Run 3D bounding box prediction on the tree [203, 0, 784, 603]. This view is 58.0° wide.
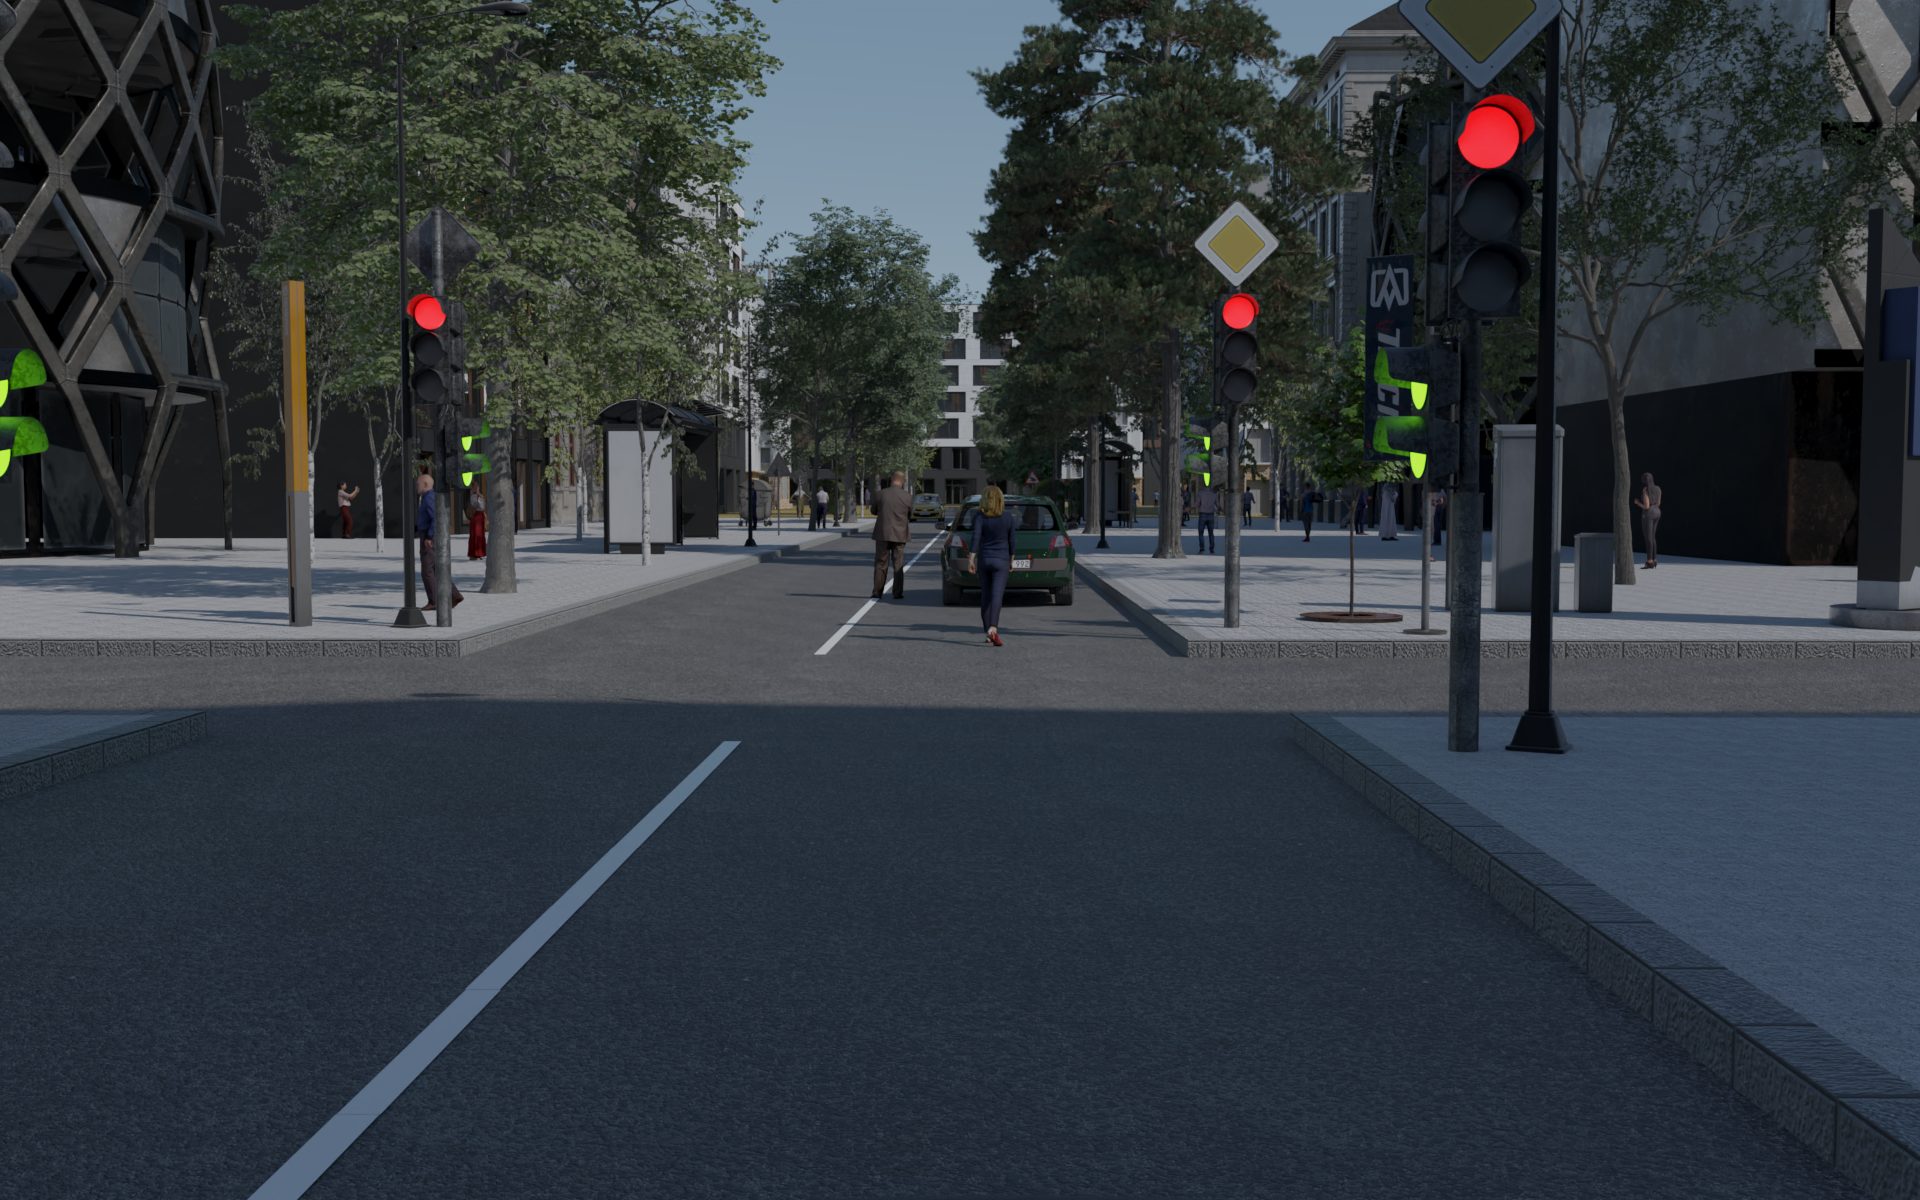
[{"bbox_3d":[-5.893,-6.384,22.513,7.486,12.596,7.792,0,3,0],"label":"tree"}]

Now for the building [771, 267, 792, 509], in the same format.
[{"bbox_3d":[-20.716,-17.927,149.525,11.380,20.091,16.016,0,4,1],"label":"building"}]

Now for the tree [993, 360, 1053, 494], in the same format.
[{"bbox_3d":[5.442,-15.402,158.477,9.857,13.997,8.962,0,3,0],"label":"tree"}]

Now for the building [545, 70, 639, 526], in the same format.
[{"bbox_3d":[-21.450,-14.652,75.714,11.583,22.565,21.152,0,4,1],"label":"building"}]

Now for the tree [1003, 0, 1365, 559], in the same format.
[{"bbox_3d":[3.960,-7.744,34.035,7.806,13.903,7.818,0,3,0],"label":"tree"}]

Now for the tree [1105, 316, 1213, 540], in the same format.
[{"bbox_3d":[5.626,-5.940,47.474,4.360,8.622,3.978,0,3,0],"label":"tree"}]

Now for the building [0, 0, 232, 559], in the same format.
[{"bbox_3d":[-24.714,-10.276,35.472,16.820,18.784,16.811,0,4,1],"label":"building"}]

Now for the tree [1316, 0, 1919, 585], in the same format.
[{"bbox_3d":[9.493,-5.515,24.587,8.767,10.594,7.601,0,4,6],"label":"tree"}]

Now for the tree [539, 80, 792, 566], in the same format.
[{"bbox_3d":[-5.381,-4.916,30.739,4.360,8.622,3.978,0,3,0],"label":"tree"}]

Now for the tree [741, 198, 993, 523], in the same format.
[{"bbox_3d":[-4.757,-10.365,76.117,9.857,13.997,8.962,0,3,0],"label":"tree"}]

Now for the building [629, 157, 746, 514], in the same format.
[{"bbox_3d":[-29.562,-16.181,108.526,27.936,21.610,32.646,0,4,1],"label":"building"}]

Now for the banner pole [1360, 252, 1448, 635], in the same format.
[{"bbox_3d":[4.093,-1.587,15.959,0.863,3.779,0.401,3,4,37],"label":"banner pole"}]

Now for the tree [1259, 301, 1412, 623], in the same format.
[{"bbox_3d":[4.017,-1.397,17.447,1.663,3.219,1.824,0,3,0],"label":"tree"}]

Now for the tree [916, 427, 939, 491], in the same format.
[{"bbox_3d":[-4.220,-12.716,158.266,4.737,8.622,4.395,0,3,0],"label":"tree"}]

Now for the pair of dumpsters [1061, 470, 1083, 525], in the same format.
[{"bbox_3d":[5.243,-4.291,72.645,1.574,2.255,4.436,0,4,0],"label":"pair of dumpsters"}]

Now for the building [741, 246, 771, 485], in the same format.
[{"bbox_3d":[-23.184,-16.762,130.472,16.016,20.091,11.380,0,4,1],"label":"building"}]

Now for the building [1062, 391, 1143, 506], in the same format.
[{"bbox_3d":[14.124,-20.636,193.811,11.380,20.091,16.016,0,4,1],"label":"building"}]

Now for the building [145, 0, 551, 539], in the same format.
[{"bbox_3d":[-21.755,-13.914,57.174,12.332,23.373,15.834,0,4,1],"label":"building"}]

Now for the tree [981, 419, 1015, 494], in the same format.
[{"bbox_3d":[5.500,-14.365,169.284,7.601,10.594,8.767,0,4,2],"label":"tree"}]

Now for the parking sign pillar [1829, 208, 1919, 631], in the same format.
[{"bbox_3d":[9.250,-1.727,16.710,1.447,3.967,1.447,-2,4,-34],"label":"parking sign pillar"}]

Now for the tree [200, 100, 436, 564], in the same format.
[{"bbox_3d":[-12.022,-4.990,31.945,4.360,8.622,3.978,0,3,0],"label":"tree"}]

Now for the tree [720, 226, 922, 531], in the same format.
[{"bbox_3d":[-4.809,-7.681,60.003,7.601,10.594,8.767,0,4,-4],"label":"tree"}]

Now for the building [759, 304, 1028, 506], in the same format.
[{"bbox_3d":[-8.047,-21.778,200.052,32.646,21.610,27.936,0,4,1],"label":"building"}]

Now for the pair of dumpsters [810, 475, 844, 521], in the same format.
[{"bbox_3d":[-6.449,-5.016,84.510,1.574,2.255,4.436,0,4,1],"label":"pair of dumpsters"}]

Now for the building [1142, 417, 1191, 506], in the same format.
[{"bbox_3d":[36.632,-21.784,200.139,32.646,21.610,27.936,0,4,1],"label":"building"}]

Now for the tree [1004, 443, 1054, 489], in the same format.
[{"bbox_3d":[4.050,-6.912,96.728,4.285,4.588,4.351,0,3,0],"label":"tree"}]

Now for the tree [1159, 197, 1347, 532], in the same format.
[{"bbox_3d":[6.684,-5.538,40.908,4.737,8.622,4.395,0,3,0],"label":"tree"}]

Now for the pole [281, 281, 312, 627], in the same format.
[{"bbox_3d":[-6.399,-1.399,16.709,0.158,3.312,0.155,0,3,0],"label":"pole"}]

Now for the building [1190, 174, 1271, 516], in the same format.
[{"bbox_3d":[22.940,-15.220,105.260,16.016,20.091,11.380,0,4,1],"label":"building"}]

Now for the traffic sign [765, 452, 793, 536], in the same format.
[{"bbox_3d":[-5.589,-3.263,53.359,0.884,2.594,0.081,0,4,6],"label":"traffic sign"}]

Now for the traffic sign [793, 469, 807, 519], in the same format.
[{"bbox_3d":[-8.246,-5.443,89.102,0.768,2.556,0.104,1,4,9],"label":"traffic sign"}]

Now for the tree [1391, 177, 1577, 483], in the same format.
[{"bbox_3d":[11.779,-5.378,38.294,4.737,8.622,4.395,0,3,0],"label":"tree"}]

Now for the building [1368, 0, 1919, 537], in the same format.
[{"bbox_3d":[23.384,-11.983,63.367,16.820,18.784,16.811,0,4,1],"label":"building"}]

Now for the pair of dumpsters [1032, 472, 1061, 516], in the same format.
[{"bbox_3d":[4.173,-4.751,80.176,1.574,2.255,4.436,0,4,1],"label":"pair of dumpsters"}]

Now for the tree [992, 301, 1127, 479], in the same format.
[{"bbox_3d":[4.954,-10.072,86.729,6.751,12.117,7.091,0,3,0],"label":"tree"}]

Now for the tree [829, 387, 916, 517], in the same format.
[{"bbox_3d":[-5.655,-8.887,95.664,4.737,8.622,4.395,0,3,0],"label":"tree"}]

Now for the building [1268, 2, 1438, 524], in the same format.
[{"bbox_3d":[20.965,-15.459,81.635,11.050,23.489,19.941,0,4,1],"label":"building"}]

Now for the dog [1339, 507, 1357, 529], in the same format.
[{"bbox_3d":[14.156,-3.013,63.640,0.513,0.831,0.800,-3,5,-44],"label":"dog"}]

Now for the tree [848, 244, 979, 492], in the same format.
[{"bbox_3d":[-5.688,-16.972,133.381,12.611,20.169,13.585,0,3,0],"label":"tree"}]

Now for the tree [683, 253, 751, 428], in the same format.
[{"bbox_3d":[-8.499,-6.228,52.186,4.737,8.622,4.395,0,3,0],"label":"tree"}]

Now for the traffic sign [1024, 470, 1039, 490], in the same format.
[{"bbox_3d":[3.818,-5.568,91.034,0.884,2.594,0.081,0,4,3],"label":"traffic sign"}]

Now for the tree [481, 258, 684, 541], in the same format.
[{"bbox_3d":[-10.698,-5.931,47.331,4.737,8.622,4.395,0,3,0],"label":"tree"}]

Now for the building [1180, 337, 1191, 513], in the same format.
[{"bbox_3d":[22.943,-16.001,118.031,16.016,20.091,11.380,0,4,1],"label":"building"}]

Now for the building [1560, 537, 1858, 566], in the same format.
[{"bbox_3d":[23.120,-10.267,35.324,16.811,18.784,16.820,0,4,1],"label":"building"}]
